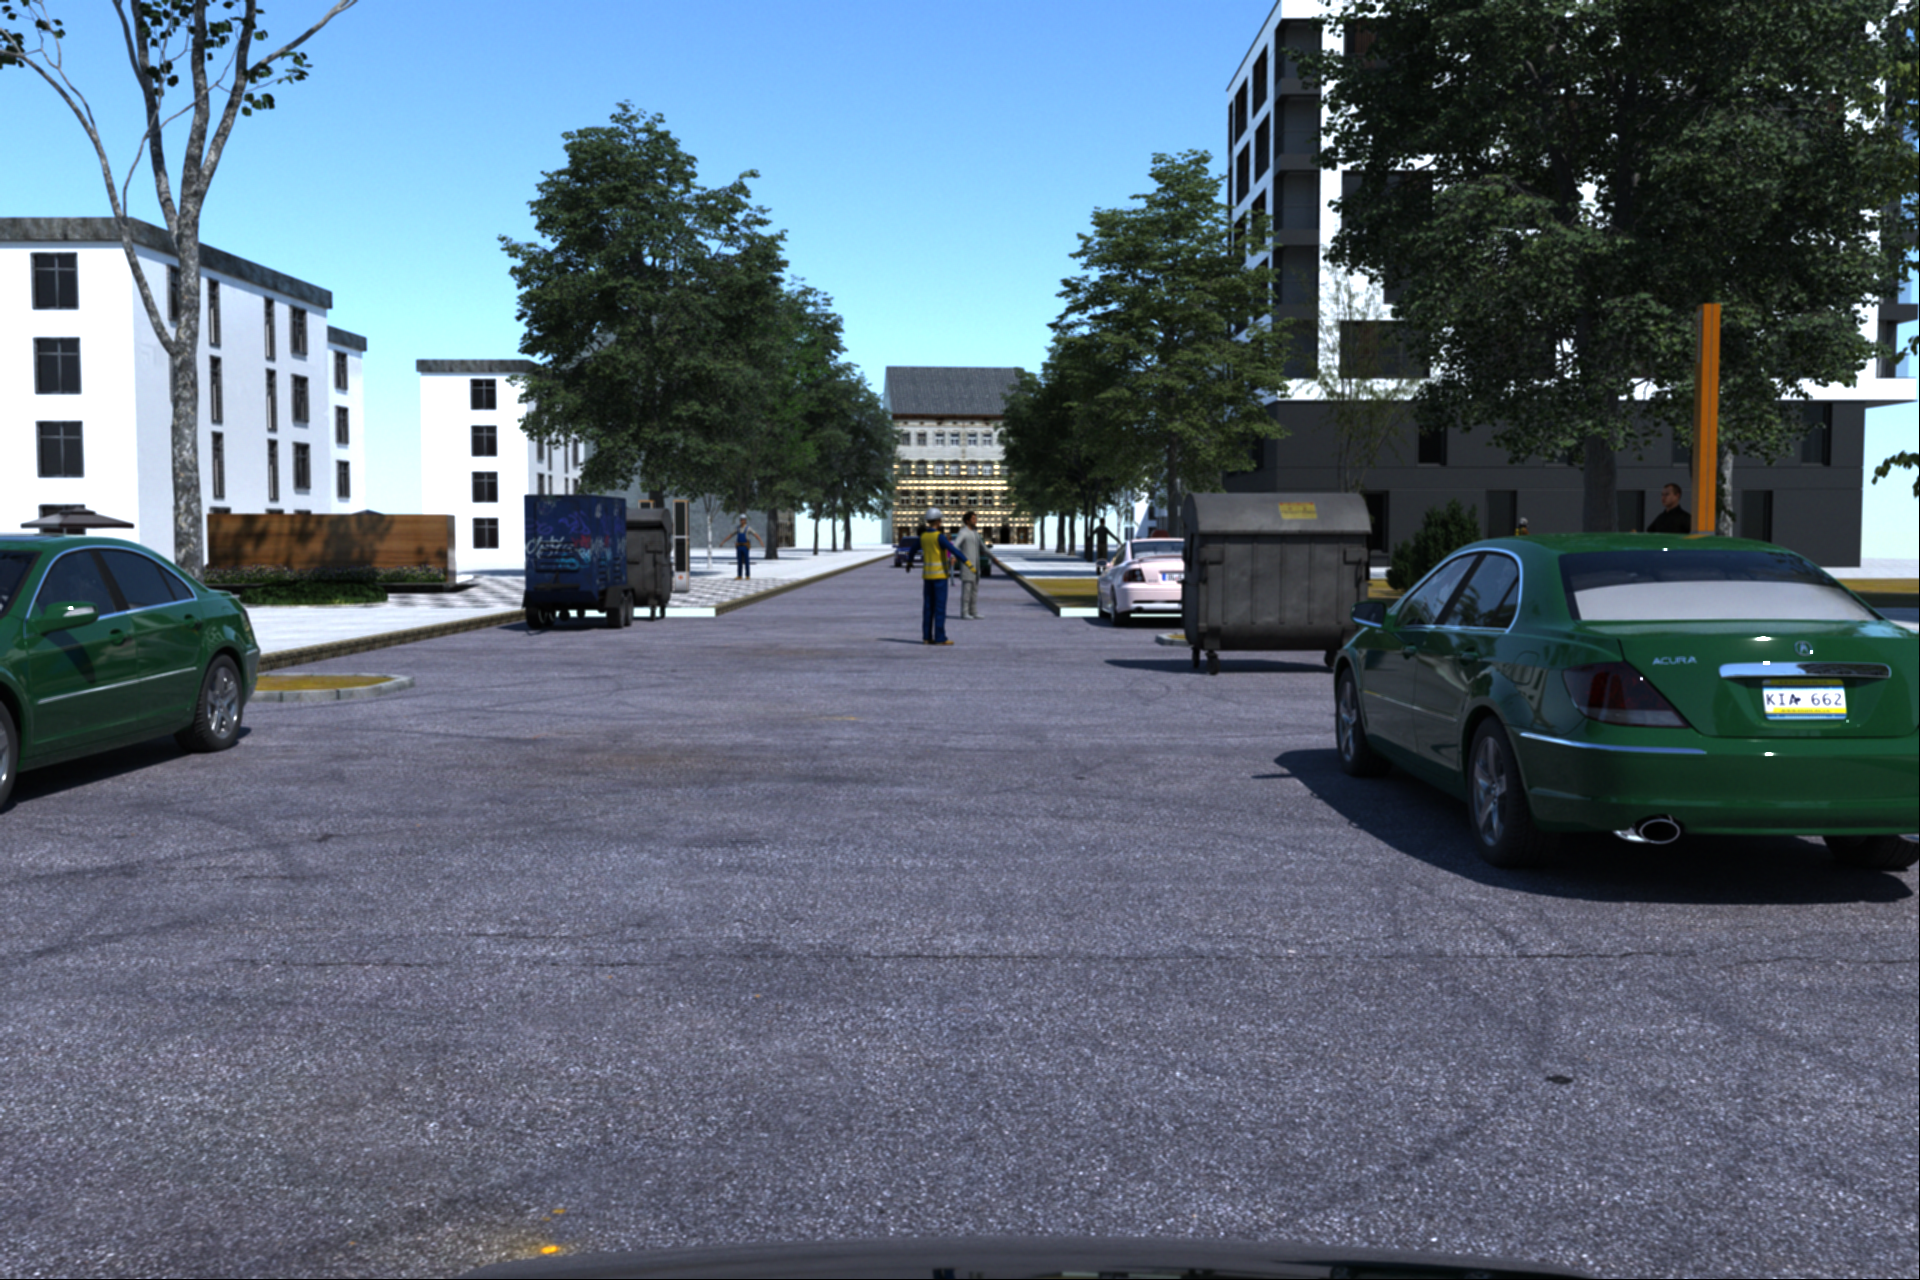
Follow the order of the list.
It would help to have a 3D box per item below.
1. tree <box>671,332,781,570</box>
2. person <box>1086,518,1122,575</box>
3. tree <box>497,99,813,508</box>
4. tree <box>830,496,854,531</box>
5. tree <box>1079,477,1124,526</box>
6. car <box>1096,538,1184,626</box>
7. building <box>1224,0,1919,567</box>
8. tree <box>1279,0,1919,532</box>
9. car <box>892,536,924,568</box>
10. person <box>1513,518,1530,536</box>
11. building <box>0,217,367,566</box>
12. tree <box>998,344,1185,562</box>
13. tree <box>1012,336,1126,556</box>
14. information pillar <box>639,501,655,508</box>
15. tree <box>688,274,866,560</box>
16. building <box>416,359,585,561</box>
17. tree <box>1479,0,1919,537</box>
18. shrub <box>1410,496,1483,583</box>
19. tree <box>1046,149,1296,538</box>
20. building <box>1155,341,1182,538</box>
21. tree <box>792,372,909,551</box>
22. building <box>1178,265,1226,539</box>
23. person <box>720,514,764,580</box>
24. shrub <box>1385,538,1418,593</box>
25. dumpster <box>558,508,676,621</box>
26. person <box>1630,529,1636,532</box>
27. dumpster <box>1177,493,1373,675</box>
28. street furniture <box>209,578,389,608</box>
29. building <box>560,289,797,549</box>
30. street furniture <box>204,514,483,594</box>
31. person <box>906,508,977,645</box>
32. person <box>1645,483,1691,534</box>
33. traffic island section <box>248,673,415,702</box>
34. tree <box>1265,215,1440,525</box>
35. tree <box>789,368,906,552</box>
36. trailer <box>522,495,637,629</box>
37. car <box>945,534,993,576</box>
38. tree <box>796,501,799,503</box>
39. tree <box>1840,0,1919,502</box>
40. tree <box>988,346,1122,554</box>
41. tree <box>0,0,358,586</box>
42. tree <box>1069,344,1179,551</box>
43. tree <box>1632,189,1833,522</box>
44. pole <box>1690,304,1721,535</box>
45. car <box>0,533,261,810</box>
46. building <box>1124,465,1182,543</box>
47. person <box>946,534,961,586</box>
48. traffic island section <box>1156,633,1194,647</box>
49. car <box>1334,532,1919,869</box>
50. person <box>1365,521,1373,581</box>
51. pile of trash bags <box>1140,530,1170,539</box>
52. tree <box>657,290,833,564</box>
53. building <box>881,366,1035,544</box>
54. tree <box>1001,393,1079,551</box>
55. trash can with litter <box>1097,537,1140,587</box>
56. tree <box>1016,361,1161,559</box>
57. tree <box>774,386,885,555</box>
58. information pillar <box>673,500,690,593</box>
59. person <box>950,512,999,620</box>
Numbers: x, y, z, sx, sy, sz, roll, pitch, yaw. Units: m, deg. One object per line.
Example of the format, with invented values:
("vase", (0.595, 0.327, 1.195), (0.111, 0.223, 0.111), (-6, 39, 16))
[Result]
("tree", (-9.217, -6.865, 62.602), (4.360, 8.622, 3.978), (0, 3, 0))
("person", (4.478, -2.941, 54.361), (1.348, 1.796, 0.705), (3, 4, 37))
("tree", (-9.031, -8.863, 51.557), (9.857, 13.997, 8.962), (0, 3, 0))
("tree", (-14.661, -16.560, 221.118), (4.737, 8.622, 4.395), (0, 3, 0))
("tree", (18.708, -19.295, 225.837), (12.009, 13.543, 11.850), (0, 3, 0))
("car", (3.295, -0.974, 28.288), (2.083, 1.381, 4.827), (0, 4, 0))
("building", (26.196, -14.572, 82.232), (27.936, 21.610, 32.646), (0, 4, 0))
("tree", (9.594, -7.259, 25.343), (9.857, 13.997, 8.962), (0, 3, 0))
("car", (-1.965, -3.845, 75.445), (1.945, 1.354, 3.894), (0, 4, -1))
("person", (20.250, -3.456, 62.271), (0.705, 1.858, 1.354), (-1, 4, -16))
("building", (-26.250, -7.215, 60.107), (9.099, 9.664, 28.070), (0, 4, 1))
("tree", (5.967, -8.814, 78.523), (8.767, 10.594, 7.601), (-1, 4, -9))
("tree", (6.612, -11.113, 99.818), (7.486, 12.596, 7.792), (0, 3, 0))
("information pillar", (-6.880, -2.055, 38.088), (0.304, 2.012, 0.304), (0, 4, 0))
("tree", (-9.500, -10.995, 86.428), (9.857, 13.997, 8.962), (0, 3, 0))
("building", (-25.517, -9.492, 97.342), (9.099, 9.664, 28.070), (0, 4, -1))
("tree", (19.855, -11.517, 44.191), (12.611, 20.169, 13.585), (0, 3, 0))
("shrub", (10.080, -1.931, 35.606), (1.661, 2.075, 1.752), (0, 3, 0))
("tree", (6.271, -8.153, 51.430), (7.486, 12.596, 7.792), (0, 3, 0))
("building", (24.199, -19.090, 168.545), (16.016, 20.090, 11.380), (0, 4, 0))
("tree", (-8.829, -13.905, 134.007), (9.857, 13.997, 8.962), (0, 3, 0))
("building", (24.412, -17.006, 108.970), (19.493, 23.208, 18.063), (0, 4, -1))
("person", (-6.089, -2.612, 48.564), (1.347, 1.847, 0.705), (1, 4, 17))
("shrub", (9.782, -1.638, 37.904), (1.383, 1.207, 1.383), (0, 3, 0))
("dumpster", (-5.761, -1.266, 28.923), (1.865, 1.857, 1.264), (0, 4, 0))
("person", (21.916, -2.872, 56.225), (0.599, 1.433, 0.991), (0, 4, -4))
("dumpster", (3.258, -0.604, 18.086), (1.865, 1.857, 1.264), (0, 4, -1))
("street furniture", (-15.596, -0.905, 30.421), (10.072, 0.657, 5.734), (0, 4, 1))
("building", (-25.561, -20.156, 160.481), (19.493, 23.208, 18.063), (0, 4, 1))
("street furniture", (-15.699, -1.993, 39.444), (9.812, 1.723, 11.010), (-1, 4, -11))
("person", (-0.270, -0.829, 22.475), (1.216, 1.772, 0.721), (3, 5, 43))
("person", (7.306, -0.713, 17.870), (0.705, 1.803, 1.348), (-1, 4, -23))
("traffic island section", (-6.103, 0.436, 15.746), (1.991, 0.108, 1.994), (0, 4, 0))
("tree", (8.938, -5.541, 40.955), (4.360, 8.622, 3.978), (0, 3, 0))
("tree", (-8.994, -13.002, 122.951), (12.009, 13.543, 11.850), (0, 3, 0))
("trailer", (-5.825, -1.149, 25.837), (1.471, 1.999, 3.904), (0, 4, 0))
("car", (0.110, -2.958, 60.163), (2.131, 1.459, 4.920), (0, 4, -2))
("tree", (-24.157, -18.087, 221.470), (9.928, 11.665, 9.643), (0, 3, 0))
("tree", (9.615, -3.934, 14.681), (4.737, 8.622, 4.395), (0, 3, 0))
("tree", (6.669, -12.684, 114.039), (9.857, 13.997, 8.962), (0, 3, 0))
("tree", (-12.078, -10.483, 27.279), (12.611, 20.169, 13.585), (0, 3, 0))
("tree", (5.952, -7.148, 67.236), (4.360, 8.622, 3.978), (0, 3, 0))
("tree", (14.635, -5.086, 33.515), (4.737, 8.622, 4.395), (0, 3, 0))
("pole", (6.642, -1.323, 15.468), (0.158, 3.312, 0.155), (0, 3, 0))
("car", (-5.770, 0.105, 10.085), (2.131, 1.459, 4.920), (0, 4, 0))
("building", (23.538, -15.097, 188.986), (9.099, 9.664, 28.070), (0, 4, 0))
("person", (-0.279, -2.203, 47.750), (0.991, 1.433, 0.599), (1, 4, 15))
("traffic island section", (3.603, 0.008, 22.740), (1.991, 0.108, 1.994), (0, 4, 0))
("car", (3.191, 0.180, 8.851), (2.131, 1.459, 4.920), (0, 4, 0))
("person", (11.091, -2.522, 47.429), (0.705, 1.806, 1.347), (1, 4, 23))
("pile of trash bags", (3.959, -1.443, 33.349), (1.912, 1.369, 3.447), (0, 4, 0))
("tree", (-9.203, -9.018, 73.199), (9.928, 11.665, 9.643), (0, 3, 0))
("building", (-0.619, -24.016, 226.052), (18.063, 23.208, 19.493), (0, 4, -7))
("tree", (6.722, -13.155, 133.218), (7.486, 12.596, 7.792), (0, 3, 0))
("trash can with litter", (4.172, -1.843, 41.188), (1.678, 1.210, 2.233), (0, 4, -1))
("tree", (6.681, -9.441, 88.777), (8.767, 10.594, 7.601), (2, 4, 27))
("tree", (-8.768, -10.394, 104.353), (8.767, 10.594, 7.601), (0, 4, -2))
("information pillar", (-6.095, -2.045, 37.929), (0.304, 2.012, 0.304), (0, 4, 2))
("person", (0.193, -1.256, 29.174), (0.705, 1.806, 1.347), (2, 4, 35))
